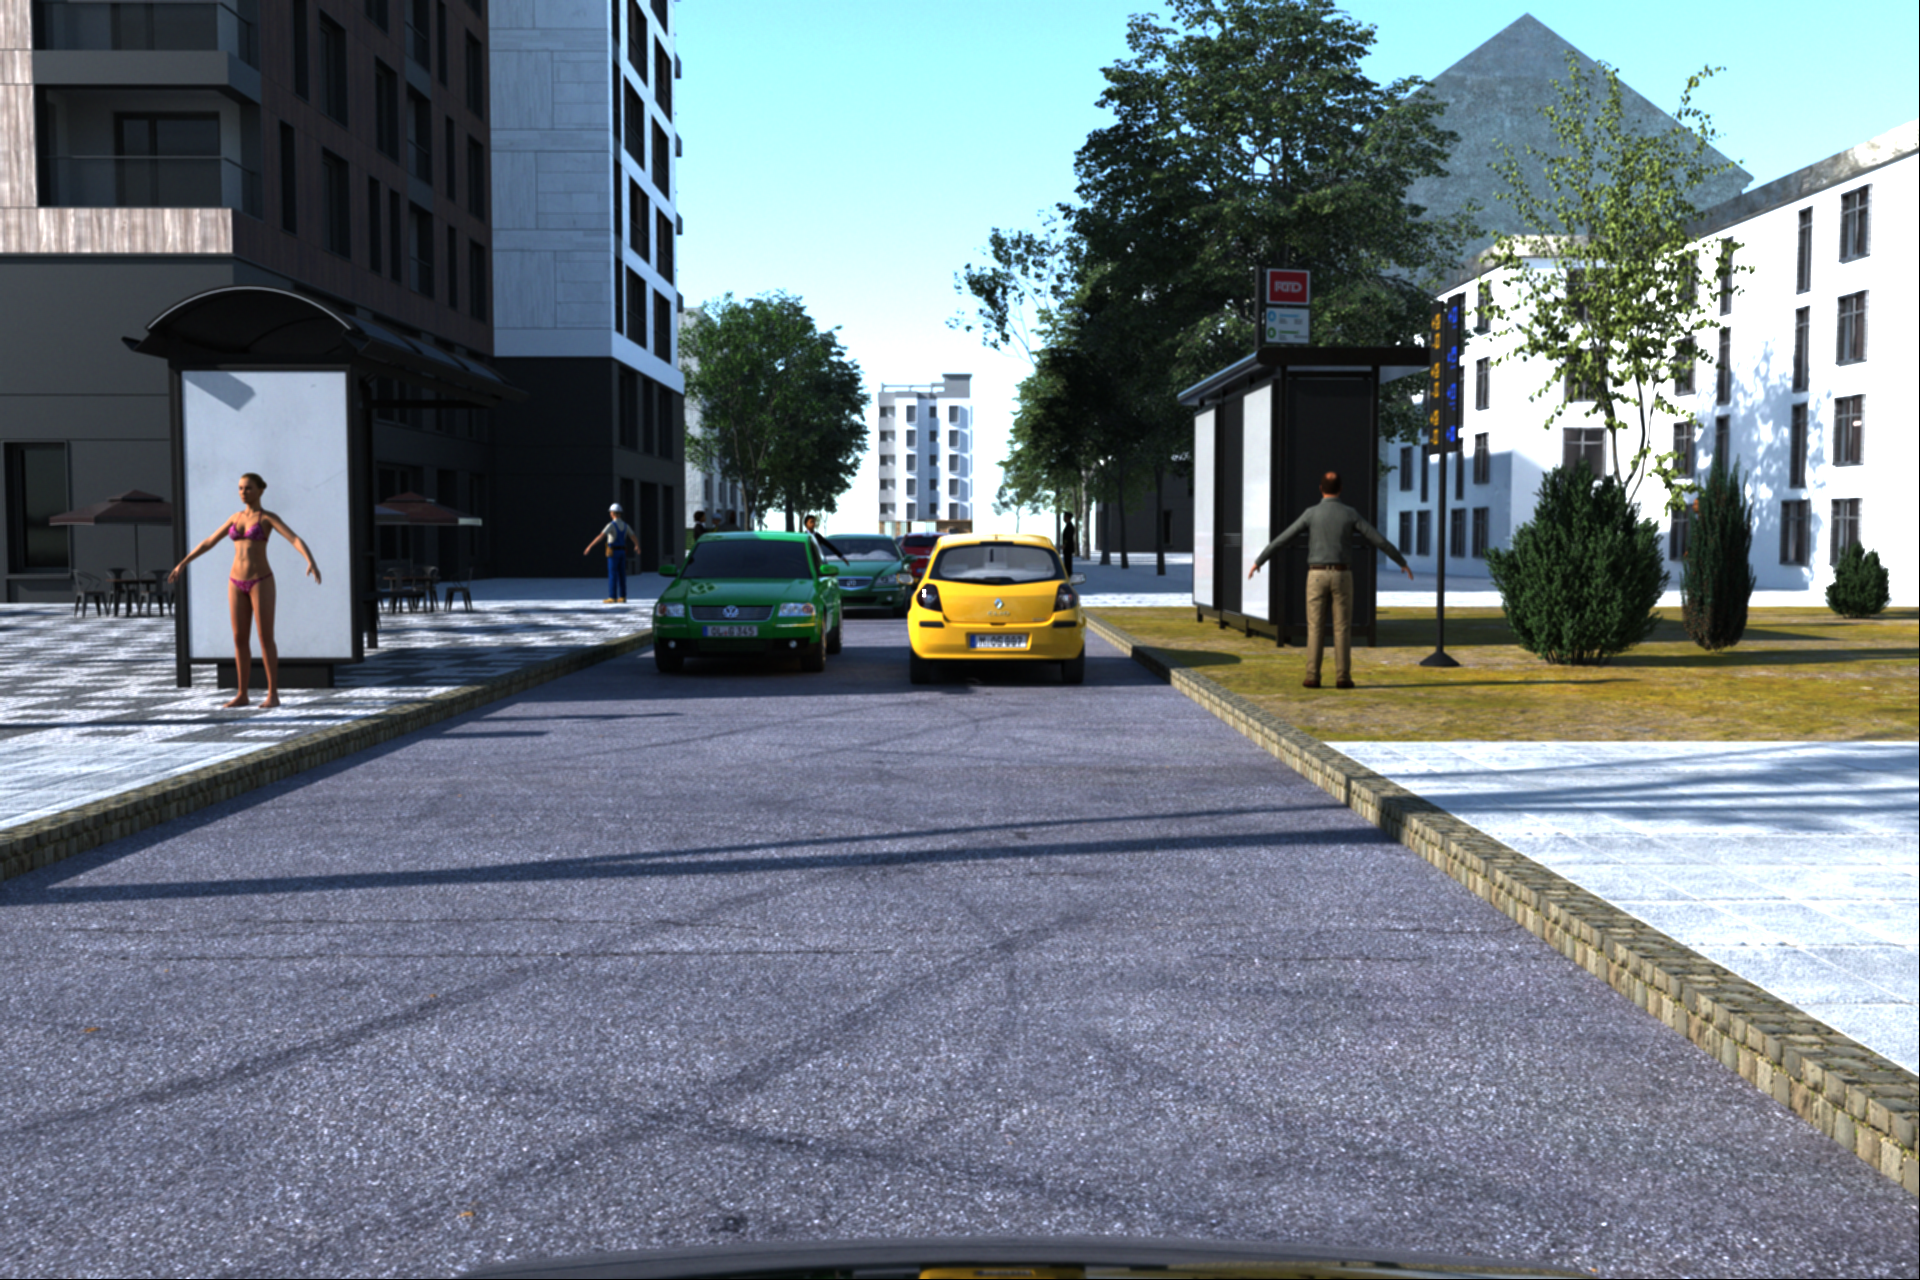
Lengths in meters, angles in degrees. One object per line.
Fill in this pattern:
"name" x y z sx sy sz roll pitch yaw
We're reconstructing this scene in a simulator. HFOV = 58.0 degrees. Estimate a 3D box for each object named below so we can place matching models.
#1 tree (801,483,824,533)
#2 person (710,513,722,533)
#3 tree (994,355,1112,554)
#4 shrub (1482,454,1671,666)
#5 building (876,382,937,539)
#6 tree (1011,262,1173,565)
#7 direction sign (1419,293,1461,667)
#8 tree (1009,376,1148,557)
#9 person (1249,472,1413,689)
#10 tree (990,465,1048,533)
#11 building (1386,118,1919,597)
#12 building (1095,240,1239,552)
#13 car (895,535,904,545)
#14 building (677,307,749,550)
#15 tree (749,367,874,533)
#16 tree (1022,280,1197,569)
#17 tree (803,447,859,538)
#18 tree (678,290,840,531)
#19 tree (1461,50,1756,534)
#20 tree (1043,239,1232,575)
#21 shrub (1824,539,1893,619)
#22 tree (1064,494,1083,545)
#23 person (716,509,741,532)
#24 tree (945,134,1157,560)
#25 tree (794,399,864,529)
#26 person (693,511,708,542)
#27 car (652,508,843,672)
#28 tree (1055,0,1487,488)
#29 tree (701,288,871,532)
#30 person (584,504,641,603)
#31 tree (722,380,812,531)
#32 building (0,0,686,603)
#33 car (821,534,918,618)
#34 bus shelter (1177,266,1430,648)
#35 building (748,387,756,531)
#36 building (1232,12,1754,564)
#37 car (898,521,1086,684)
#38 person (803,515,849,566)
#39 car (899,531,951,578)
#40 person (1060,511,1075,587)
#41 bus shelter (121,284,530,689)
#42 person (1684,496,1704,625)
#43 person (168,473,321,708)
"tree" -9.435 -10.195 117.052 4.360 8.622 3.978 0 3 0
"person" -5.761 -2.076 40.404 0.721 1.772 1.216 -2 4 -30
"tree" 5.965 -11.685 109.178 7.486 12.596 7.792 0 3 0
"shrub" 6.103 -0.801 17.143 1.661 2.075 1.752 0 3 0
"building" -9.691 -21.383 208.488 11.380 20.090 16.016 0 4 6
"tree" 6.021 -9.440 72.477 7.486 12.596 7.792 0 3 0
"direction sign" 4.673 -1.515 16.772 0.379 3.537 0.876 0 4 -1
"tree" 6.759 -10.525 97.845 9.928 11.665 9.643 0 3 0
"person" 3.083 -0.499 14.437 1.348 1.796 0.705 1 4 12
"tree" 7.092 -16.625 206.236 7.601 10.594 8.767 0 4 2
"building" 20.022 -6.531 48.923 9.099 9.664 28.070 0 4 0
"building" 24.455 -17.901 136.653 27.936 21.610 32.646 0 4 0
"car" -2.584 -4.614 87.797 2.083 1.381 4.827 0 4 0
"building" -28.656 -17.389 150.766 16.747 18.905 31.486 0 4 0
"tree" -9.293 -10.819 102.650 9.928 11.665 9.643 0 3 0
"tree" 5.796 -7.932 64.108 7.601 10.594 8.767 0 4 4
"tree" -8.796 -9.812 110.795 4.360 8.622 3.978 0 3 0
"tree" -8.879 -9.013 73.114 9.928 11.665 9.643 0 3 0
"tree" 9.944 -4.633 26.113 4.737 8.622 4.395 0 3 0
"tree" 5.945 -7.277 53.394 7.601 10.594 8.767 -2 4 -28
"shrub" 13.618 -0.925 26.245 1.383 1.207 1.383 0 3 0
"tree" 14.108 -15.586 205.188 4.737 8.622 4.395 0 3 0
"person" -4.842 -1.870 36.697 0.705 1.813 1.348 3 5 41
"tree" 5.648 -13.997 84.741 12.611 20.169 13.585 0 3 0
"tree" -17.496 -21.629 209.524 12.611 20.169 13.585 0 3 0
"person" -5.023 -1.675 34.108 0.721 1.740 1.216 -1 4 -19
"car" -2.294 -0.649 19.407 1.959 1.807 4.718 0 4 -1
"tree" 7.089 -8.132 39.619 9.857 13.997 8.962 0 3 0
"tree" -8.769 -11.197 89.728 9.857 13.997 8.962 0 3 0
"person" -6.425 -1.618 32.309 0.705 1.847 1.347 3 4 36
"tree" -9.142 -7.997 81.116 4.737 8.622 4.395 0 3 0
"building" -23.966 -12.450 47.533 27.936 21.610 32.646 0 4 -1
"car" -1.814 -1.188 31.217 2.131 1.459 4.920 0 4 0
"bus shelter" 4.285 -2.817 23.695 2.179 5.291 8.768 0 4 -1
"building" -27.076 -19.484 174.975 16.016 20.090 11.380 0 4 -1
"building" 23.894 -15.395 82.634 19.493 23.208 18.063 0 3 0
"car" 0.342 -0.476 18.013 2.015 1.641 3.980 0 4 0
"person" -2.330 -1.118 27.458 1.216 1.740 0.721 -2 4 -27
"car" -0.843 -2.262 46.017 2.155 1.783 4.494 0 4 0
"person" 2.558 -2.171 41.430 0.705 1.837 1.347 0 4 7
"bus shelter" -5.808 -1.400 16.819 2.014 3.302 5.546 0 4 -1
"person" 10.233 -1.087 23.991 0.704 1.802 1.346 1 4 16
"person" -5.264 -0.366 12.789 1.217 1.733 0.721 1 4 10
